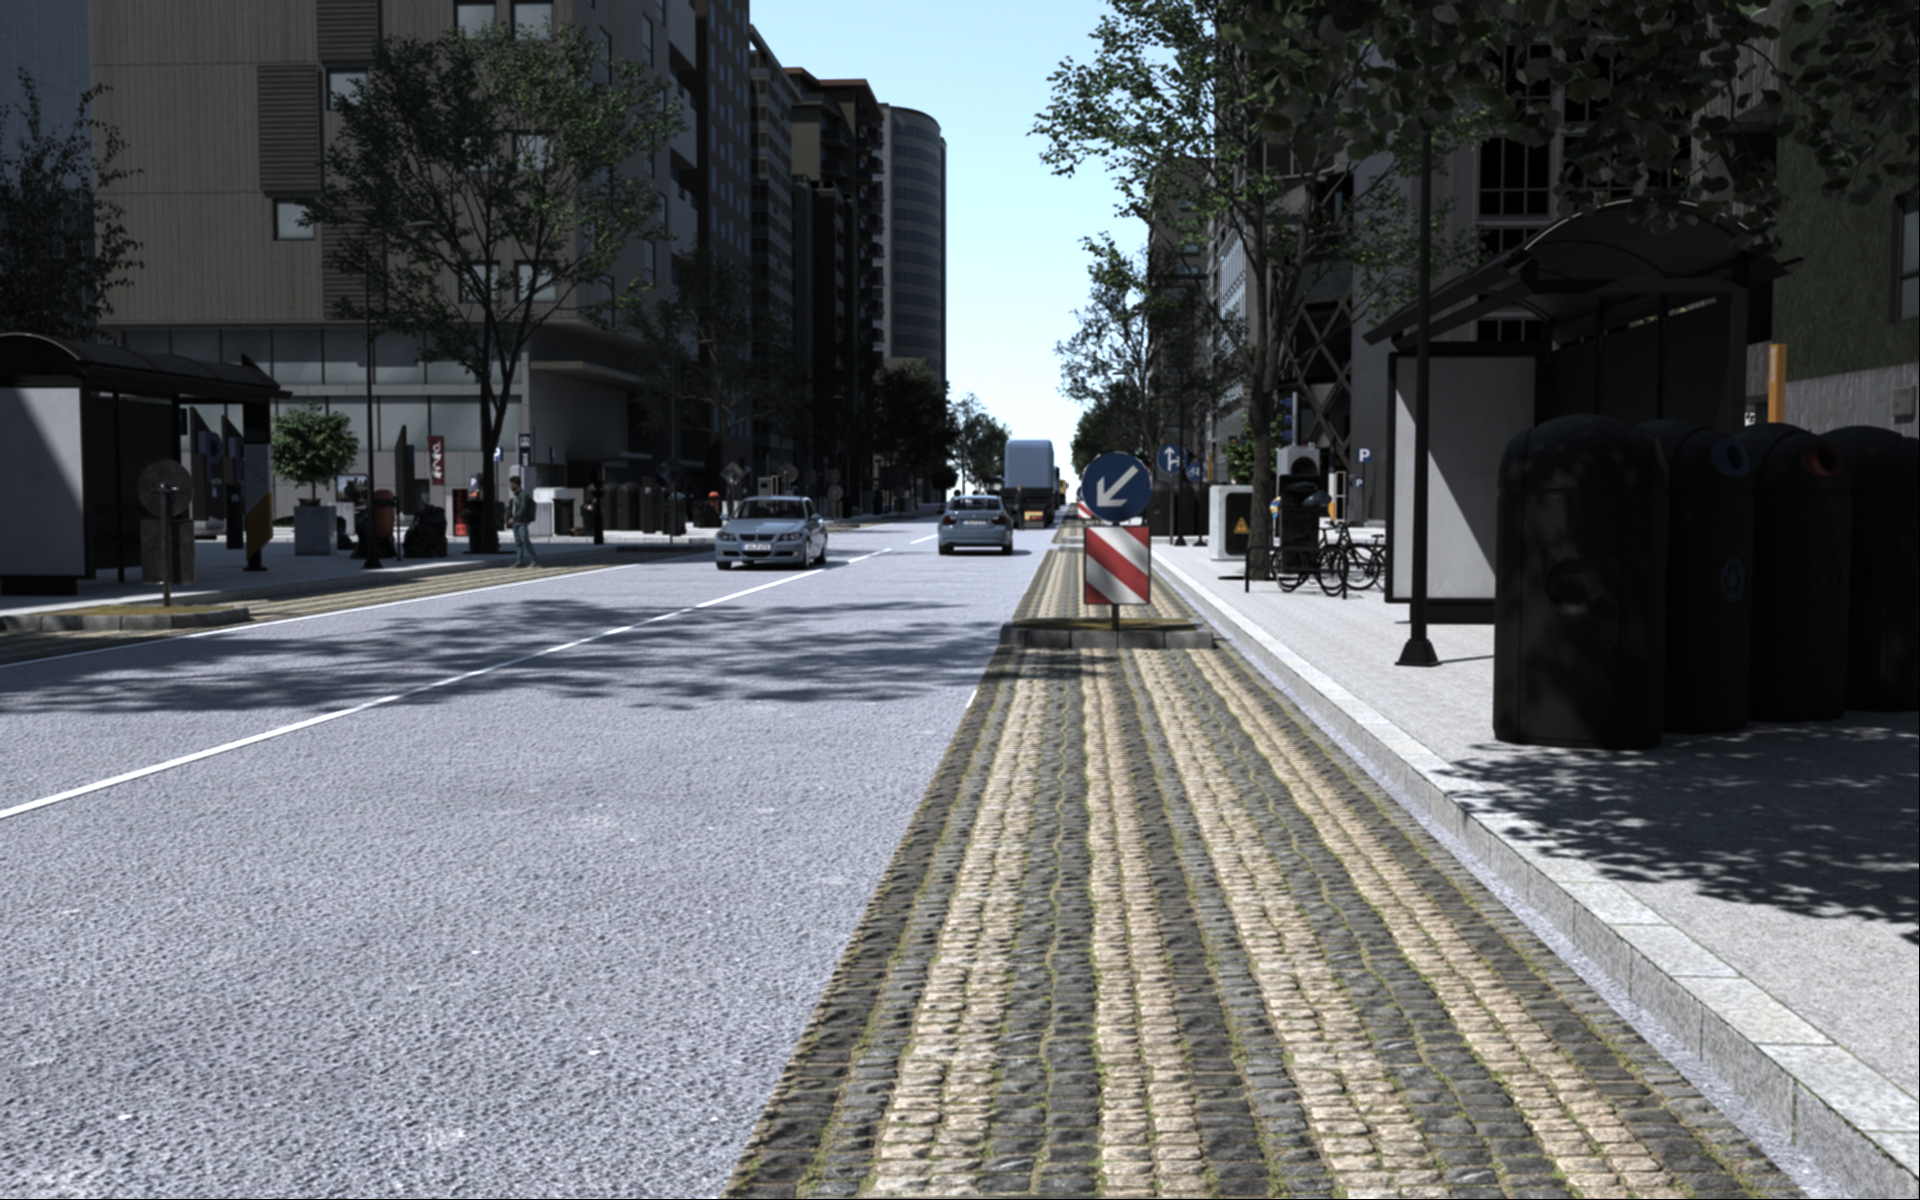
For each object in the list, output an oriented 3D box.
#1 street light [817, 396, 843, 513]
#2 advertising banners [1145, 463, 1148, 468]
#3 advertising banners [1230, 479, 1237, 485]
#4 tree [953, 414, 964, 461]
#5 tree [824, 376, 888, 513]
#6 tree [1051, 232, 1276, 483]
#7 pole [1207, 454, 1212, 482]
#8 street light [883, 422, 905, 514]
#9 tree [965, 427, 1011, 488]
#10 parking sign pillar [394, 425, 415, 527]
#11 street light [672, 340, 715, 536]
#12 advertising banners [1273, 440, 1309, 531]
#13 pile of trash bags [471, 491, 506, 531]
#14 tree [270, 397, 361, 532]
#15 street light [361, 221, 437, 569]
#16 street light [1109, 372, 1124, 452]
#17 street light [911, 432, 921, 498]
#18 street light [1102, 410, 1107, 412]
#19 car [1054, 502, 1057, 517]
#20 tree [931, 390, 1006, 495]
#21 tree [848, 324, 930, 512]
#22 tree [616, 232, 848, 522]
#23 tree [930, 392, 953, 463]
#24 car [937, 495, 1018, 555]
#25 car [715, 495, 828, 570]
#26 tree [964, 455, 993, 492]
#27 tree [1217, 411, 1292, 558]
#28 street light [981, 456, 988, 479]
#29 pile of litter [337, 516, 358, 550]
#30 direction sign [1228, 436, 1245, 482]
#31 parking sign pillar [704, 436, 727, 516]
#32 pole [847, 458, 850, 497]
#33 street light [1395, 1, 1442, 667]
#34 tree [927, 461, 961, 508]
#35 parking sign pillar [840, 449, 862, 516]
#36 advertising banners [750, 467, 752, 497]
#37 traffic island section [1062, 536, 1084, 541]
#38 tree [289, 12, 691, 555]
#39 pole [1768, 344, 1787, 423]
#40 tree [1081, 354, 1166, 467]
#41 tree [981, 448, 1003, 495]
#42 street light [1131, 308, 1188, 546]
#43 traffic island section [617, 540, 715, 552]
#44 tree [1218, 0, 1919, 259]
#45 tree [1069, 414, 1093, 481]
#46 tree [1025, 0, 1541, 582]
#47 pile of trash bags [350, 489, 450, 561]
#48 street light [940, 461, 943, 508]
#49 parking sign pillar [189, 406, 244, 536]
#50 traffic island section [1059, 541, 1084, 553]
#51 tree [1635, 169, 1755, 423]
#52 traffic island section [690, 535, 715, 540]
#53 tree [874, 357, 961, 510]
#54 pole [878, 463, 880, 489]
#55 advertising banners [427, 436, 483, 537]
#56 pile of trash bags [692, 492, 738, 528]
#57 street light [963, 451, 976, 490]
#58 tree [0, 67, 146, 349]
[{"bbox_3d":[-6.216,-6.698,82.055,1.470,5.913,1.316,0,4,4],"label":"street light"},{"bbox_3d":[10.869,-6.149,96.715,2.074,3.025,0.090,-3,5,-39],"label":"advertising banners"},{"bbox_3d":[14.172,-5.483,85.831,2.074,3.025,0.090,3,5,44],"label":"advertising banners"},{"bbox_3d":[-3.304,-12.186,133.658,8.767,10.594,7.601,2,4,29],"label":"tree"},{"bbox_3d":[-6.292,-9.591,107.179,4.360,8.622,3.978,0,3,0],"label":"tree"},{"bbox_3d":[7.014,-7.744,61.027,8.767,10.594,7.601,1,4,17],"label":"tree"},{"bbox_3d":[12.759,-5.797,88.619,0.158,3.312,0.155,0,3,0],"label":"pole"},{"bbox_3d":[-4.259,-8.513,111.728,1.470,5.913,1.316,0,4,4],"label":"street light"},{"bbox_3d":[5.490,-22.471,284.409,9.611,12.733,9.660,0,3,0],"label":"tree"},{"bbox_3d":[-21.963,-4.894,68.484,1.447,3.967,1.447,-2,4,-32],"label":"parking sign pillar"},{"bbox_3d":[-8.092,-4.883,52.376,1.470,5.913,1.316,0,4,4],"label":"street light"},{"bbox_3d":[10.418,-3.666,56.123,2.074,3.025,0.090,-2,4,-24],"label":"advertising banners"},{"bbox_3d":[-16.677,-3.063,59.829,1.912,1.369,3.447,-1,4,-17],"label":"pile of trash bags"},{"bbox_3d":[-21.970,-4.586,58.701,4.285,4.588,4.351,0,3,0],"label":"tree"},{"bbox_3d":[-9.603,-3.496,29.693,1.470,5.913,1.316,0,4,4],"label":"street light"},{"bbox_3d":[6.457,-5.709,65.888,1.470,5.913,1.316,0,4,4],"label":"street light"},{"bbox_3d":[-3.082,-9.533,128.412,1.470,5.913,1.316,0,4,4],"label":"street light"},{"bbox_3d":[8.472,-7.543,95.872,1.470,5.913,1.316,0,4,4],"label":"street light"},{"bbox_3d":[5.079,-5.861,108.401,1.945,1.354,3.894,0,4,3],"label":"car"},{"bbox_3d":[0.567,-17.858,202.348,12.009,13.543,11.850,0,3,0],"label":"tree"},{"bbox_3d":[-6.609,-9.694,92.910,8.767,10.594,7.601,-1,4,-9],"label":"tree"},{"bbox_3d":[-8.562,-7.820,62.268,7.601,10.594,8.767,0,4,5],"label":"tree"},{"bbox_3d":[-4.595,-11.377,120.422,7.601,10.594,8.767,0,4,-2],"label":"tree"},{"bbox_3d":[0.410,-1.837,42.033,2.014,1.417,4.499,0,4,2],"label":"car"},{"bbox_3d":[-3.675,-1.365,34.325,2.014,1.417,4.499,0,4,3],"label":"car"},{"bbox_3d":[2.439,-17.448,235.641,4.360,8.622,3.978,0,3,0],"label":"tree"},{"bbox_3d":[5.953,-2.485,35.233,1.663,3.219,1.824,0,3,0],"label":"tree"},{"bbox_3d":[2.401,-14.587,211.043,1.470,5.913,1.316,0,4,4],"label":"street light"},{"bbox_3d":[-14.319,-1.617,40.399,1.176,0.858,1.719,-2,4,-29],"label":"pile of litter"},{"bbox_3d":[10.851,-4.620,67.526,0.876,3.537,0.379,3,4,39],"label":"direction sign"},{"bbox_3d":[-11.400,-5.653,80.899,1.447,3.967,1.447,-3,5,-42],"label":"parking sign pillar"},{"bbox_3d":[-6.353,-6.401,98.503,0.158,3.312,0.155,0,3,0],"label":"pole"},{"bbox_3d":[2.903,-2.467,12.876,1.470,5.913,1.316,0,4,4],"label":"street light"},{"bbox_3d":[-1.571,-11.047,164.328,4.285,4.588,4.351,0,3,0],"label":"tree"},{"bbox_3d":[-6.515,-6.950,102.102,1.447,3.967,1.447,3,5,43],"label":"parking sign pillar"},{"bbox_3d":[-13.623,-7.065,111.692,0.090,3.025,2.074,0,4,6],"label":"advertising banners"},{"bbox_3d":[4.013,-1.764,51.119,2.009,0.180,2.903,0,4,4],"label":"traffic island section"},{"bbox_3d":[-9.958,-6.802,36.973,9.928,11.665,9.643,0,3,0],"label":"tree"},{"bbox_3d":[11.134,-1.824,23.661,0.158,3.312,0.155,0,3,0],"label":"pole"},{"bbox_3d":[8.746,-8.554,90.228,4.360,8.622,3.978,0,3,0],"label":"tree"},{"bbox_3d":[3.881,-18.283,249.295,4.737,8.622,4.395,0,3,0],"label":"tree"},{"bbox_3d":[4.916,-4.293,42.728,1.470,5.913,1.316,0,4,4],"label":"street light"},{"bbox_3d":[-7.336,-1.321,43.876,2.009,0.180,2.903,0,4,4],"label":"traffic island section"},{"bbox_3d":[3.664,-5.967,4.224,9.857,13.997,8.962,0,3,0],"label":"tree"},{"bbox_3d":[18.380,-19.648,239.364,7.486,12.596,7.792,0,3,0],"label":"tree"},{"bbox_3d":[4.516,-6.091,25.351,9.928,11.665,9.643,0,3,0],"label":"tree"},{"bbox_3d":[-11.282,-1.524,34.671,1.912,1.369,3.447,-1,4,-10],"label":"pile of trash bags"},{"bbox_3d":[-1.154,-11.348,158.087,1.470,5.913,1.316,0,4,4],"label":"street light"},{"bbox_3d":[-23.419,-4.002,53.901,1.447,3.967,1.447,0,4,2],"label":"parking sign pillar"},{"bbox_3d":[3.481,-1.277,43.152,2.009,0.180,2.903,0,4,4],"label":"traffic island section"},{"bbox_3d":[16.414,-5.317,37.289,4.737,8.622,4.395,0,3,0],"label":"tree"},{"bbox_3d":[-6.804,-1.808,51.844,2.009,0.180,2.903,0,4,4],"label":"traffic island section"},{"bbox_3d":[-3.700,-13.754,143.001,7.486,12.596,7.792,0,3,0],"label":"tree"},{"bbox_3d":[-5.215,-7.222,111.917,0.158,3.312,0.155,0,3,0],"label":"pole"},{"bbox_3d":[-14.957,-3.409,51.921,2.074,3.025,0.090,0,4,6],"label":"advertising banners"},{"bbox_3d":[-9.413,-3.502,67.010,1.912,1.369,3.447,-1,4,-14],"label":"pile of trash bags"},{"bbox_3d":[0.863,-13.185,188.115,1.470,5.913,1.316,0,4,4],"label":"street light"},{"bbox_3d":[-15.678,-4.823,29.223,4.360,8.622,3.978,0,3,0],"label":"tree"}]
